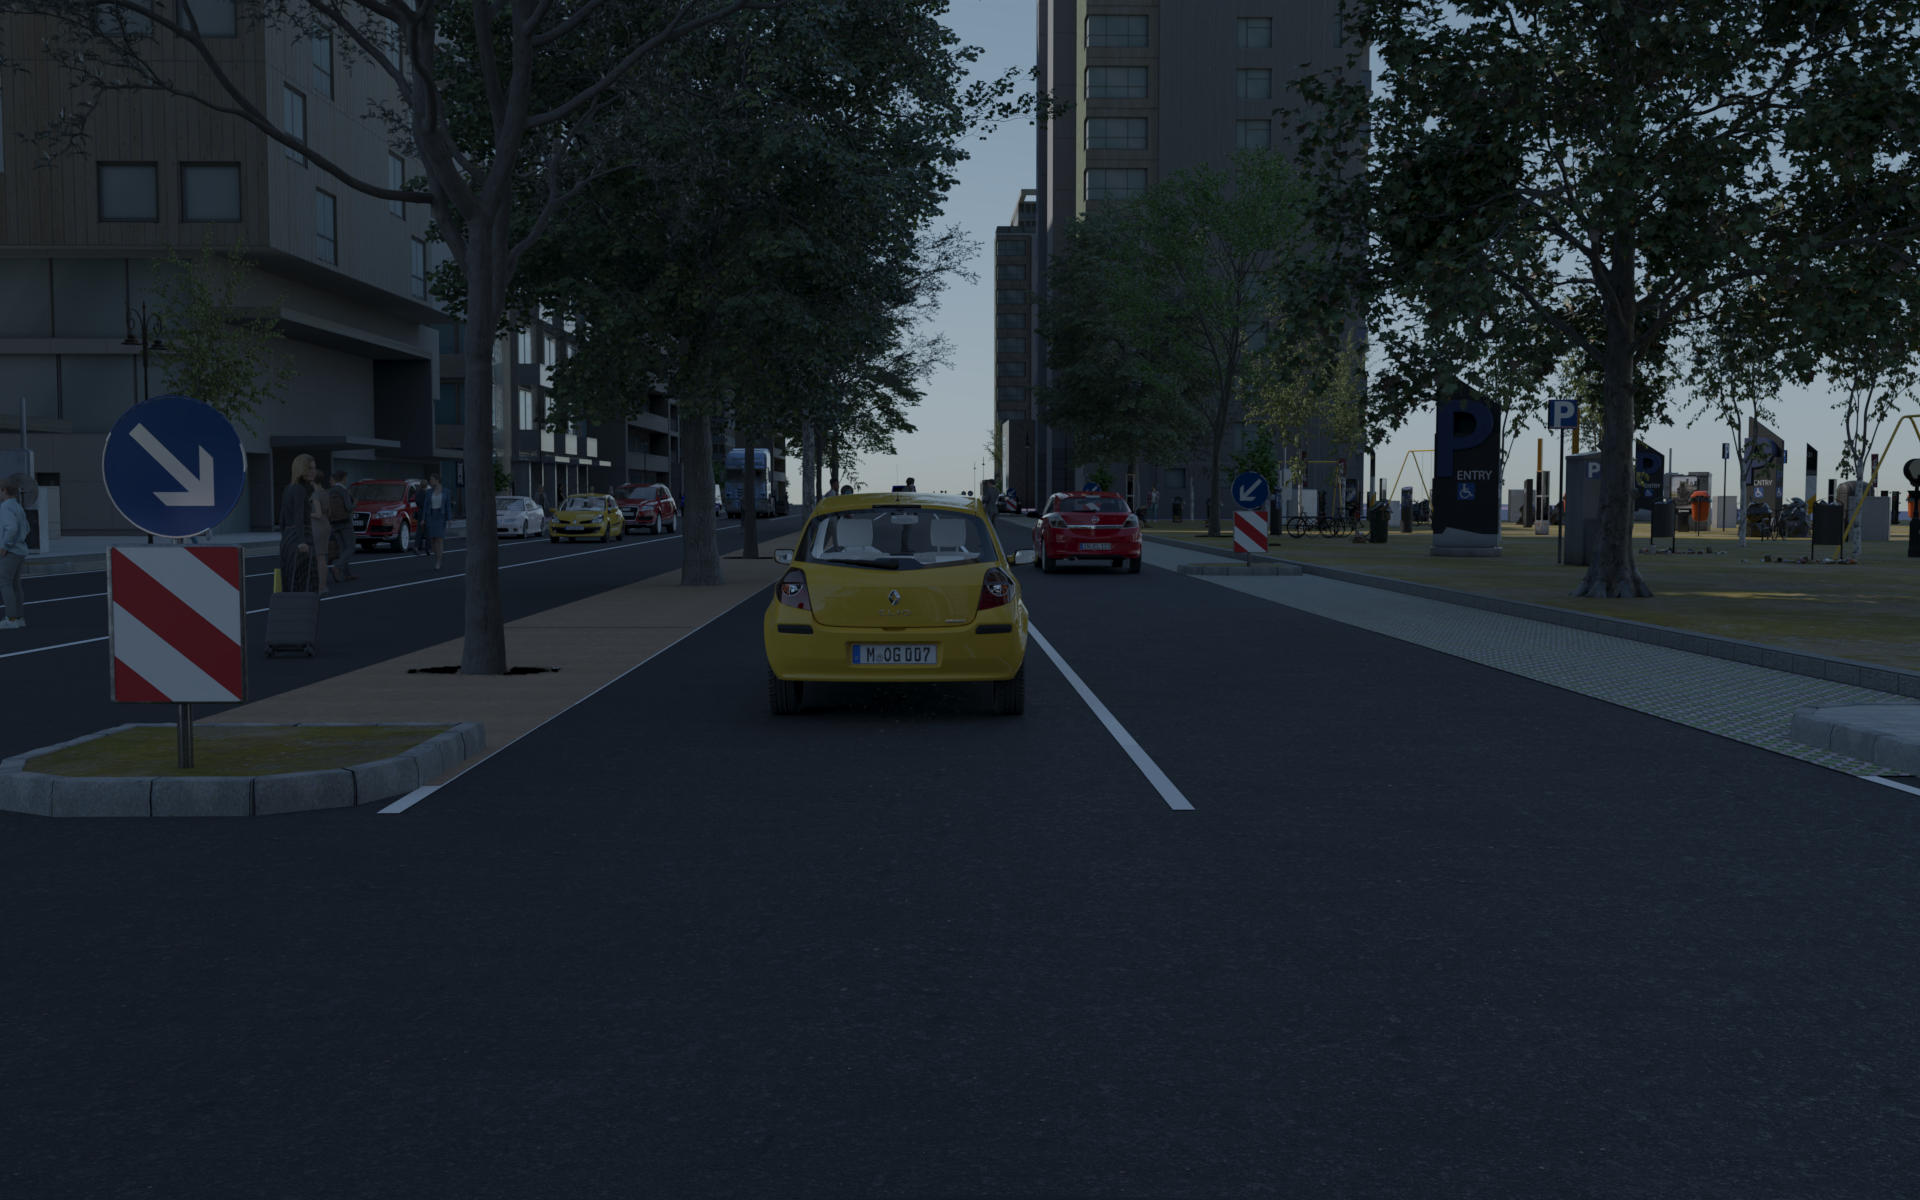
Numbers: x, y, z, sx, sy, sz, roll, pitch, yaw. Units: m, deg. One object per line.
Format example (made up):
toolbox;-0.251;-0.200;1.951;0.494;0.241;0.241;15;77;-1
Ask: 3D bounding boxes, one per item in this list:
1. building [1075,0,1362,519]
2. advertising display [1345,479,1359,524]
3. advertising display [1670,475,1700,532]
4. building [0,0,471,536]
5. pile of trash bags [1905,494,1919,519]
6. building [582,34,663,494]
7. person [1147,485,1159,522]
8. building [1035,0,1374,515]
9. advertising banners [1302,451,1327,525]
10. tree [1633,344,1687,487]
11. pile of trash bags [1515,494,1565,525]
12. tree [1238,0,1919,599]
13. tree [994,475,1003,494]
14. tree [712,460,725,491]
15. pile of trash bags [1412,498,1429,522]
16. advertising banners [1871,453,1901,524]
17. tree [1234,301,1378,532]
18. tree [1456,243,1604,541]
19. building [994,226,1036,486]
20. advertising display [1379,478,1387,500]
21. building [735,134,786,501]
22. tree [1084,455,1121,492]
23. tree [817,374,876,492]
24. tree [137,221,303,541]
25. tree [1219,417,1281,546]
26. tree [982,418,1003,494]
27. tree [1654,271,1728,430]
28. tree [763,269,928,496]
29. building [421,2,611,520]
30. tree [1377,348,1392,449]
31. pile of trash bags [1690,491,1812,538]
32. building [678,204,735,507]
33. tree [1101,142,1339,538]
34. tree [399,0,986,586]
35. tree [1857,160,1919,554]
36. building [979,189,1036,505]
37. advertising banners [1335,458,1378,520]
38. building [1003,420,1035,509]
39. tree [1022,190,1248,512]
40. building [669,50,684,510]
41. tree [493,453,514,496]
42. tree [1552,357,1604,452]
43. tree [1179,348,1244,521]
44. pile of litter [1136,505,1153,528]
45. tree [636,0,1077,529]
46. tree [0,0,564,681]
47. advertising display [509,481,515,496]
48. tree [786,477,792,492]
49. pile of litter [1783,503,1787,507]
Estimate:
building;13.145;-25.081;93.670;14.154;41.232;14.086;0;4;-1
advertising display;16.654;-4.182;73.592;0.123;1.923;0.974;-1;4;-14
advertising display;24.384;-3.248;58.324;0.123;1.923;0.974;-3;5;-41
building;-34.260;-28.982;63.094;28.713;52.752;27.495;0;4;-1
pile of trash bags;33.626;-2.954;58.052;3.447;1.369;1.912;1;4;18
building;-33.157;-30.617;124.284;21.300;48.544;21.600;0;4;-1
person;8.852;-4.434;79.378;0.563;1.720;0.643;0;4;-4
building;15.537;-35.016;114.517;21.231;58.520;28.212;0;4;-1
advertising banners;14.284;-4.513;69.972;0.090;3.025;2.074;-1;4;-16
tree;21.370;-6.533;57.173;4.737;8.622;4.395;0;3;0
pile of trash bags;24.289;-3.743;70.947;1.912;1.369;3.447;-1;4;-10
tree;8.312;-6.385;21.402;9.611;12.733;9.660;0;3;0
tree;4.022;-11.103;176.132;1.663;3.219;1.824;0;3;0
tree;-22.805;-10.815;160.543;4.285;4.588;4.351;0;3;0
pile of trash bags;22.889;-4.376;81.293;3.447;1.369;1.912;0;4;3
advertising banners;39.568;-4.764;74.081;0.090;3.025;2.074;0;4;-6
tree;11.212;-6.584;58.019;4.737;8.622;4.395;0;3;0
tree;14.984;-5.926;47.248;4.737;8.622;4.395;0;3;0
building;10.626;-25.478;188.274;14.160;30.474;14.107;0;4;-1
advertising display;17.114;-3.969;70.108;0.123;1.923;0.974;2;4;24
building;-34.290;-36.828;225.841;21.300;48.544;21.600;0;4;-1
tree;7.009;-5.620;86.486;1.663;3.219;1.824;0;3;0
tree;-5.968;-7.923;82.362;4.360;8.622;3.978;0;3;0
tree;-20.623;-5.956;47.741;4.737;8.622;4.395;0;3;0
tree;7.571;-2.976;43.253;1.663;3.219;1.824;0;3;0
tree;4.371;-13.337;168.422;4.737;8.622;4.395;0;3;0
tree;18.795;-5.590;41.766;4.360;8.622;3.978;0;3;0
tree;-5.264;-9.387;74.057;7.486;12.596;7.792;0;3;0
building;-33.511;-29.276;98.272;23.786;49.044;30.456;0;4;-1
tree;17.304;-7.761;77.260;4.737;8.622;4.395;0;3;0
pile of trash bags;23.738;-2.584;52.000;3.447;1.369;1.912;2;4;32
building;-39.443;-31.274;203.208;32.217;40.220;23.993;0;4;-1
tree;7.739;-7.676;51.258;9.928;11.665;9.643;0;3;0
tree;-4.016;-7.184;26.575;9.857;13.997;8.962;0;3;0
tree;19.570;-5.305;37.099;4.360;8.622;3.978;0;3;0
building;18.870;-33.029;231.904;32.217;40.220;23.993;0;4;-1
advertising banners;19.359;-5.406;84.582;2.074;3.025;0.090;1;4;17
building;15.503;-50.798;143.221;22.319;86.520;31.000;0;4;-1
tree;7.269;-10.128;72.250;9.857;13.997;8.962;0;3;0
building;-32.399;-43.212;144.766;20.563;71.187;20.611;0;4;-1
tree;-21.478;-5.258;80.570;1.663;3.219;1.824;0;3;0
tree;28.929;-7.827;78.333;4.360;8.622;3.978;0;3;0
tree;11.143;-8.064;82.208;4.360;8.622;3.978;0;3;0
pile of litter;6.725;-3.173;65.845;1.176;0.858;1.719;-1;4;-15
tree;-3.271;-11.738;50.267;12.611;20.169;13.585;0;3;0
tree;-3.829;-6.160;13.544;12.009;13.543;11.850;0;3;0
advertising display;-21.427;-4.749;82.853;0.123;1.923;0.974;-1;4;-22
tree;-25.234;-15.837;242.655;4.285;4.588;4.351;0;3;0
pile of litter;38.389;-4.053;80.232;1.176;0.858;1.719;-2;4;-29
